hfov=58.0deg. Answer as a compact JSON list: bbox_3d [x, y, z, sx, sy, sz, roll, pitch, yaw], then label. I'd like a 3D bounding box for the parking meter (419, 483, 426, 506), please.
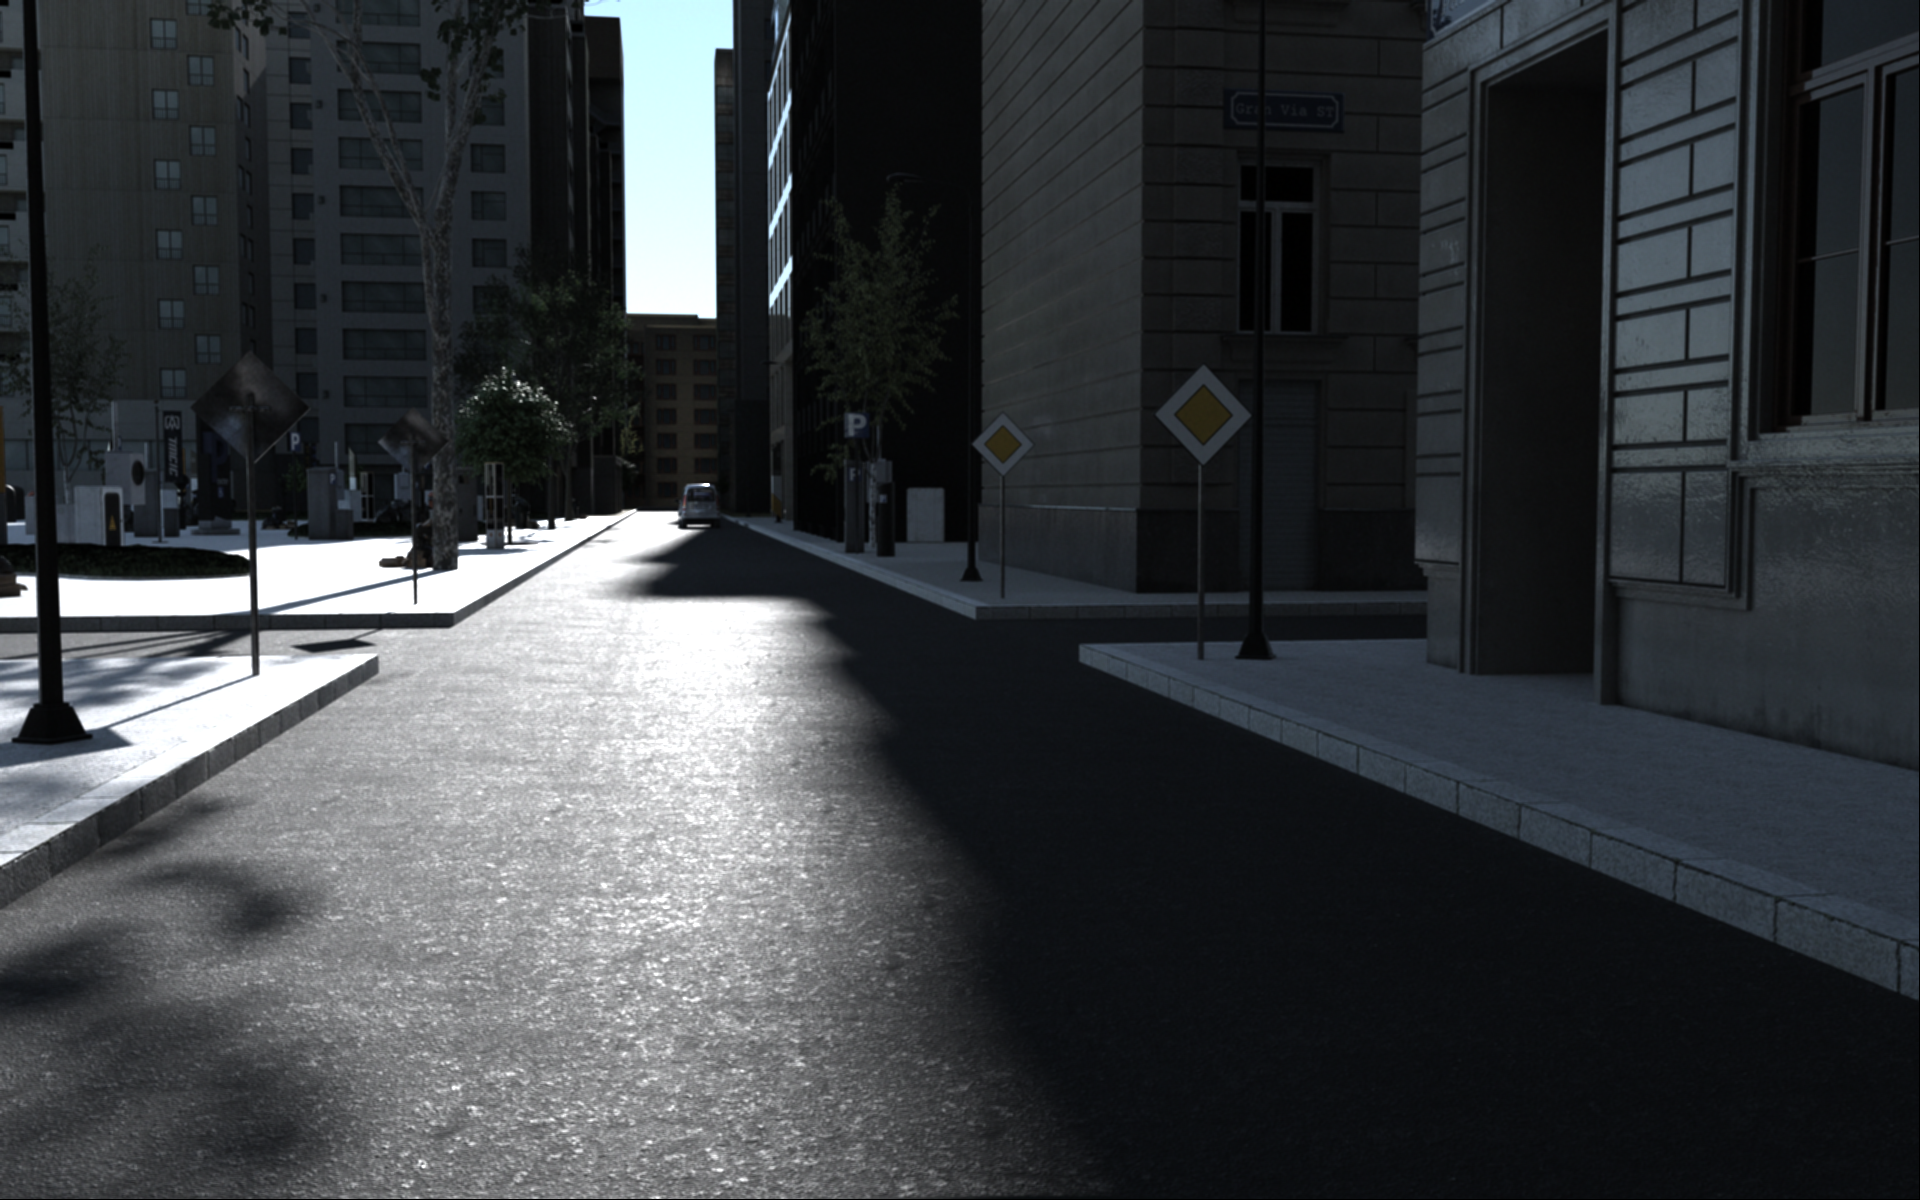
[{"bbox_3d":[-27.721,-5.117,89.382,0.399,1.863,0.255,-2,4,-24],"label":"parking meter"}]

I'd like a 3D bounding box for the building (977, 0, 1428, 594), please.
[{"bbox_3d":[13.273,-14.178,29.079,25.104,27.353,12.463,-1,4,-10],"label":"building"}]

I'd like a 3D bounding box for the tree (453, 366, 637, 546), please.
[{"bbox_3d":[-11.306,-3.666,43.653,4.285,4.588,4.351,0,3,0],"label":"tree"}]

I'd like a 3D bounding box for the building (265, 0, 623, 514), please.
[{"bbox_3d":[-33.479,-41.428,115.607,20.563,71.187,20.611,-1,4,-10],"label":"building"}]

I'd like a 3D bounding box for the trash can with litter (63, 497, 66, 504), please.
[{"bbox_3d":[-44.752,-4.625,86.678,2.233,1.210,1.678,3,4,36],"label":"trash can with litter"}]

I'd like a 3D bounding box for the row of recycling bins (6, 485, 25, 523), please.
[{"bbox_3d":[-47.472,-4.875,86.822,1.069,1.692,3.534,-2,4,-26],"label":"row of recycling bins"}]

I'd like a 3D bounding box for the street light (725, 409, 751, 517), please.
[{"bbox_3d":[-12.208,-7.506,95.258,1.470,5.913,1.316,-1,4,-10],"label":"street light"}]

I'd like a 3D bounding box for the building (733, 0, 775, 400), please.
[{"bbox_3d":[-8.132,-36.775,143.269,21.231,58.520,28.212,-1,4,-10],"label":"building"}]

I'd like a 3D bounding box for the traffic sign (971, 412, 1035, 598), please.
[{"bbox_3d":[0.519,-1.076,21.228,0.795,2.450,0.064,-1,4,-10],"label":"traffic sign"}]

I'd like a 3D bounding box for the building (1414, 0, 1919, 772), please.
[{"bbox_3d":[10.063,-10.249,3.731,11.583,22.565,21.152,-1,4,-10],"label":"building"}]

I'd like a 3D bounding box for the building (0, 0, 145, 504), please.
[{"bbox_3d":[-71.867,-34.119,147.080,27.495,52.752,28.713,-1,4,-10],"label":"building"}]

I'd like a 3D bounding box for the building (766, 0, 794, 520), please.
[{"bbox_3d":[1.849,-16.841,79.867,19.350,26.468,34.151,-1,4,-10],"label":"building"}]

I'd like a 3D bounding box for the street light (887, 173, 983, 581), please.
[{"bbox_3d":[-0.365,-3.230,25.348,1.470,5.913,1.316,-1,4,-10],"label":"street light"}]

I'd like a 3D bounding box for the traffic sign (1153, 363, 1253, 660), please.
[{"bbox_3d":[1.861,-0.594,13.356,0.795,2.450,0.064,-1,4,-10],"label":"traffic sign"}]

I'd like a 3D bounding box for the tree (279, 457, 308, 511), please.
[{"bbox_3d":[-34.298,-5.797,89.375,1.663,3.219,1.824,0,3,0],"label":"tree"}]

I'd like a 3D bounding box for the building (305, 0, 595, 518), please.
[{"bbox_3d":[-28.686,-20.066,99.788,14.160,30.474,14.107,-1,4,-10],"label":"building"}]

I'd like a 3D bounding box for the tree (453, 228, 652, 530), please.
[{"bbox_3d":[-14.853,-7.793,61.836,8.767,10.594,7.601,1,4,16],"label":"tree"}]

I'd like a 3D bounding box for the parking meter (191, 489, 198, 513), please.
[{"bbox_3d":[-39.067,-4.896,88.466,0.372,1.533,0.369,0,3,0],"label":"parking meter"}]

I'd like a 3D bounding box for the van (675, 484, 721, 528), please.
[{"bbox_3d":[-11.282,-4.146,74.806,2.013,2.044,4.112,-1,4,-12],"label":"van"}]

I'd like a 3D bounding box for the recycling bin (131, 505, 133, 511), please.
[{"bbox_3d":[-37.212,-4.053,78.814,0.722,1.027,0.722,3,5,41],"label":"recycling bin"}]

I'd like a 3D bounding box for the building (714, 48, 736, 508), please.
[{"bbox_3d":[-16.061,-29.374,163.862,14.154,41.232,14.086,-1,4,-10],"label":"building"}]

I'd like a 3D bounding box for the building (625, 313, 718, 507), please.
[{"bbox_3d":[-39.895,-21.051,189.219,28.899,21.520,27.650,-1,4,-10],"label":"building"}]

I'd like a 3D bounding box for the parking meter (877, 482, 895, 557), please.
[{"bbox_3d":[-1.525,-1.663,35.602,0.372,1.533,0.369,0,3,0],"label":"parking meter"}]

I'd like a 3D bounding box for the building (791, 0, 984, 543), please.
[{"bbox_3d":[1.489,-13.717,53.954,12.332,23.373,15.834,-1,4,-10],"label":"building"}]

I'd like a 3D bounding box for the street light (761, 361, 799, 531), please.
[{"bbox_3d":[-6.249,-5.387,60.610,1.470,5.913,1.316,-1,4,-10],"label":"street light"}]

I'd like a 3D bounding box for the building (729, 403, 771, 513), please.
[{"bbox_3d":[-3.510,-48.949,112.989,22.319,86.520,31.000,-1,4,-10],"label":"building"}]

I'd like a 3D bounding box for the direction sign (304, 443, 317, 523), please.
[{"bbox_3d":[-28.844,-5.195,76.938,0.379,3.537,0.876,1,4,14],"label":"direction sign"}]

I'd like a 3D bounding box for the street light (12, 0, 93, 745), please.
[{"bbox_3d":[-4.197,-2.226,8.934,1.470,5.913,1.316,-1,4,-10],"label":"street light"}]

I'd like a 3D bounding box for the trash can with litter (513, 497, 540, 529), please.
[{"bbox_3d":[-15.909,-3.199,63.698,1.055,1.170,0.624,2,4,25],"label":"trash can with litter"}]

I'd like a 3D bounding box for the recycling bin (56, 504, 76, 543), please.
[{"bbox_3d":[-22.222,-1.858,42.933,0.722,1.027,0.722,3,5,43],"label":"recycling bin"}]

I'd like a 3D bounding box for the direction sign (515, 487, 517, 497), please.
[{"bbox_3d":[-18.323,-4.862,71.491,0.379,3.537,0.876,1,4,13],"label":"direction sign"}]

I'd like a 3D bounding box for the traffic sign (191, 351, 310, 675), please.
[{"bbox_3d":[-4.988,-0.524,12.214,0.795,2.450,0.064,-1,4,-10],"label":"traffic sign"}]

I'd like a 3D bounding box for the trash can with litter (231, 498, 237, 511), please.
[{"bbox_3d":[-36.637,-4.650,87.409,0.624,1.170,1.055,3,4,36],"label":"trash can with litter"}]

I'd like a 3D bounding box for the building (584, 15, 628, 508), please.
[{"bbox_3d":[-38.248,-31.196,160.159,14.200,45.320,14.600,-1,4,-10],"label":"building"}]

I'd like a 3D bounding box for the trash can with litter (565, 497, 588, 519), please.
[{"bbox_3d":[-19.376,-4.659,87.557,1.055,1.170,0.624,-3,5,-40],"label":"trash can with litter"}]

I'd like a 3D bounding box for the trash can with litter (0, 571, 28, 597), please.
[{"bbox_3d":[-12.218,-0.618,21.486,0.624,1.170,1.055,2,4,26],"label":"trash can with litter"}]

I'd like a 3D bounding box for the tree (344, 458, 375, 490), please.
[{"bbox_3d":[-31.807,-5.935,91.644,1.663,3.219,1.824,0,3,0],"label":"tree"}]

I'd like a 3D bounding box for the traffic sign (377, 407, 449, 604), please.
[{"bbox_3d":[-6.330,-1.006,20.086,0.795,2.450,0.064,-1,4,-10],"label":"traffic sign"}]

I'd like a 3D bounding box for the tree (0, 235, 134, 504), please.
[{"bbox_3d":[-24.573,-5.936,47.409,4.360,8.622,3.978,0,3,0],"label":"tree"}]

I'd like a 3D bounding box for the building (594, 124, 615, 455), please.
[{"bbox_3d":[-34.218,-22.177,134.300,14.160,30.474,14.107,-1,4,-10],"label":"building"}]

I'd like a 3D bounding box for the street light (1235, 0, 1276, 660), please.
[{"bbox_3d":[1.780,-2.493,13.294,1.470,5.913,1.316,-1,4,-10],"label":"street light"}]
